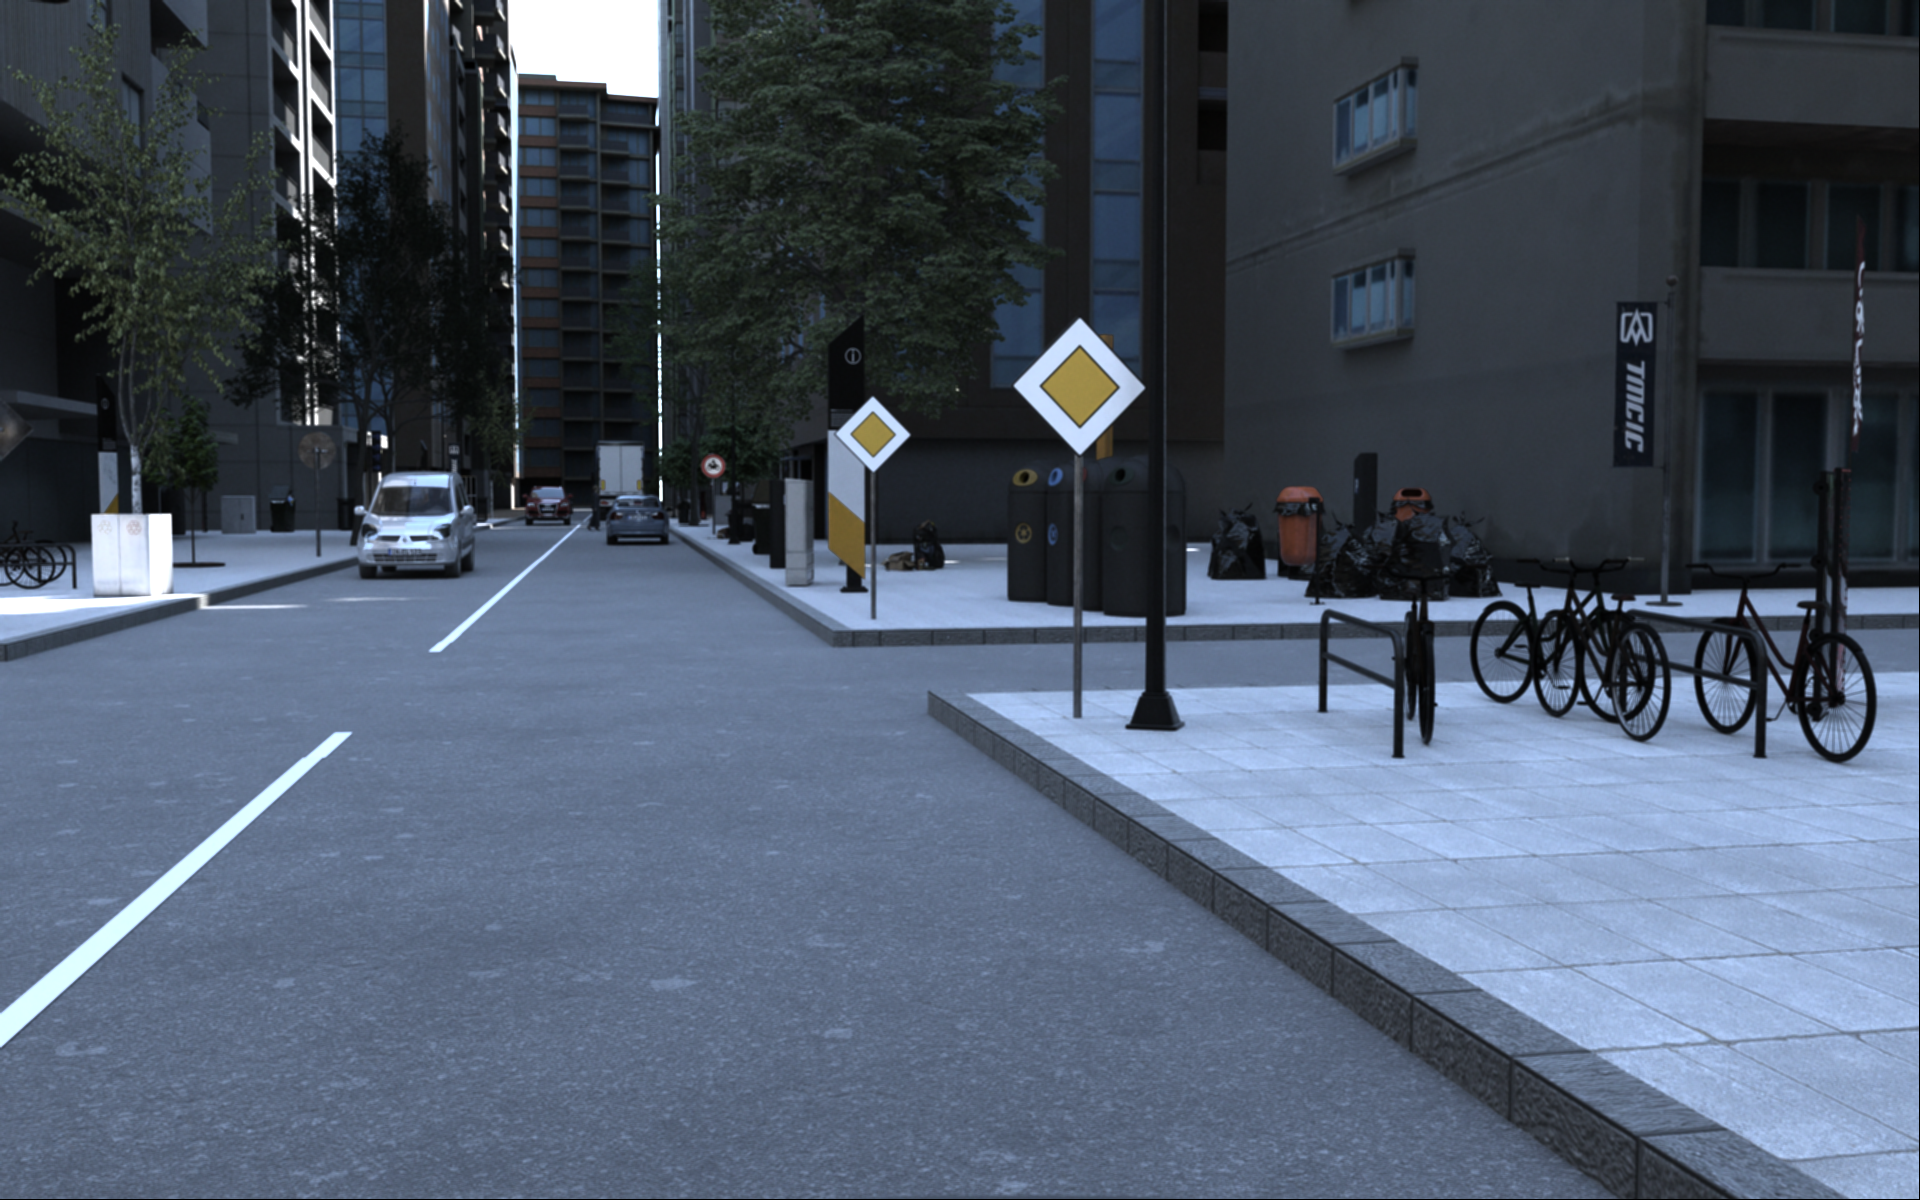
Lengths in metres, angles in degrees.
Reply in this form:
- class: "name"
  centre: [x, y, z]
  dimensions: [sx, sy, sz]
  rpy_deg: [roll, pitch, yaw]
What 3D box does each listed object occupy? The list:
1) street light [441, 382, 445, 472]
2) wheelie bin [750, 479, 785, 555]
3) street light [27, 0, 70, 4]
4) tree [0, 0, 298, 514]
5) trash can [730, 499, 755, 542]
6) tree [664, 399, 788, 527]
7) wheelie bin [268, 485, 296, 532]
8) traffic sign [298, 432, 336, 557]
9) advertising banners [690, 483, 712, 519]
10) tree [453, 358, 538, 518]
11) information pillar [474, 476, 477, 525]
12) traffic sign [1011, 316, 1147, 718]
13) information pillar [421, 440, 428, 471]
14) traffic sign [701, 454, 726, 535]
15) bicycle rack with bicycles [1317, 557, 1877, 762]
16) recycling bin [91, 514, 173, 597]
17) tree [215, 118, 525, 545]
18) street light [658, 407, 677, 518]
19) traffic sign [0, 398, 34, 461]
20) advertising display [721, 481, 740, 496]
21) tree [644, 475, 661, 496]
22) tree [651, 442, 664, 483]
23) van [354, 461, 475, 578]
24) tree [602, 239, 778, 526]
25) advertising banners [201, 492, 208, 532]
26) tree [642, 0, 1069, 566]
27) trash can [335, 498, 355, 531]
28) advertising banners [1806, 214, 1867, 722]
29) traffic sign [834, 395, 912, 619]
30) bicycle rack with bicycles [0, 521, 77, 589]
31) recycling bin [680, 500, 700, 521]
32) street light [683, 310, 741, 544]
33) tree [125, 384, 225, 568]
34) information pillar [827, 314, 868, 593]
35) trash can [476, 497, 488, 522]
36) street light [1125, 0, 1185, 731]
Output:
- class: "street light"
  centre: [-18.299, -5.543, 63.176]
  dimensions: [1.470, 5.913, 1.316]
  rpy_deg: [-1, 4, -11]
- class: "wheelie bin"
  centre: [-4.028, -1.772, 36.886]
  dimensions: [0.980, 1.594, 0.693]
  rpy_deg: [2, 4, 25]
- class: "street light"
  centre: [-8.867, -2.655, 15.952]
  dimensions: [1.470, 5.913, 1.316]
  rpy_deg: [-1, 4, -11]
- class: "tree"
  centre: [-12.675, -4.689, 27.029]
  dimensions: [4.737, 8.622, 4.395]
  rpy_deg: [0, 3, 0]
- class: "trash can"
  centre: [-5.841, -2.154, 46.877]
  dimensions: [0.748, 1.137, 0.748]
  rpy_deg: [0, 3, 0]
- class: "tree"
  centre: [-7.472, -4.621, 59.269]
  dimensions: [4.285, 4.588, 4.351]
  rpy_deg: [0, 3, 0]
- class: "wheelie bin"
  centre: [-22.804, -3.081, 58.279]
  dimensions: [0.980, 1.594, 0.693]
  rpy_deg: [1, 4, 8]
- class: "traffic sign"
  centre: [-13.131, -2.158, 35.389]
  dimensions: [0.768, 2.556, 0.104]
  rpy_deg: [0, 4, -4]
- class: "advertising banners"
  centre: [-13.265, -5.698, 89.356]
  dimensions: [2.074, 3.025, 0.090]
  rpy_deg: [3, 5, 44]
- class: "tree"
  centre: [-24.725, -8.672, 92.146]
  dimensions: [4.737, 8.622, 4.395]
  rpy_deg: [0, 3, 0]
- class: "information pillar"
  centre: [-20.121, -4.086, 71.300]
  dimensions: [0.304, 2.012, 0.304]
  rpy_deg: [2, 4, 30]
- class: "traffic sign"
  centre: [0.671, -0.381, 9.867]
  dimensions: [0.795, 2.450, 0.064]
  rpy_deg: [-1, 4, -11]
- class: "information pillar"
  centre: [-23.313, -5.140, 75.397]
  dimensions: [0.183, 3.616, 0.504]
  rpy_deg: [-3, 5, -42]
- class: "traffic sign"
  centre: [-7.800, -3.348, 54.846]
  dimensions: [0.768, 2.556, 0.104]
  rpy_deg: [0, 4, -5]
- class: "bicycle rack with bicycles"
  centre: [3.149, 0.241, 9.445]
  dimensions: [2.852, 0.926, 2.925]
  rpy_deg: [0, 4, 1]
- class: "recycling bin"
  centre: [-10.442, -0.570, 21.866]
  dimensions: [0.722, 1.027, 0.722]
  rpy_deg: [0, 4, -2]
- class: "tree"
  centre: [-14.704, -6.629, 42.795]
  dimensions: [7.601, 10.594, 8.767]
  rpy_deg: [0, 4, 5]
- class: "street light"
  centre: [-15.662, -7.267, 91.349]
  dimensions: [1.470, 5.913, 1.316]
  rpy_deg: [-1, 4, -11]
- class: "traffic sign"
  centre: [-9.028, -0.762, 16.104]
  dimensions: [0.795, 2.450, 0.064]
  rpy_deg: [-1, 4, -11]
- class: "advertising display"
  centre: [-11.149, -4.825, 84.110]
  dimensions: [0.974, 1.923, 0.123]
  rpy_deg: [-2, 4, -31]
- class: "tree"
  centre: [-28.370, -10.199, 161.350]
  dimensions: [1.663, 3.219, 1.824]
  rpy_deg: [0, 3, 0]
- class: "tree"
  centre: [-13.324, -6.284, 86.460]
  dimensions: [4.285, 4.588, 4.351]
  rpy_deg: [0, 3, 0]
- class: "van"
  centre: [-9.635, -1.456, 30.818]
  dimensions: [2.013, 2.044, 4.112]
  rpy_deg: [-1, 4, -11]
- class: "tree"
  centre: [-10.475, -8.757, 68.927]
  dimensions: [9.928, 11.665, 9.643]
  rpy_deg: [0, 3, 0]
- class: "advertising banners"
  centre: [-25.641, -3.820, 58.639]
  dimensions: [0.090, 3.025, 2.074]
  rpy_deg: [-2, 4, -28]
- class: "tree"
  centre: [-1.551, -6.888, 30.754]
  dimensions: [7.486, 12.596, 7.792]
  rpy_deg: [0, 3, 0]
- class: "trash can"
  centre: [-21.563, -3.013, 60.918]
  dimensions: [0.748, 1.137, 0.748]
  rpy_deg: [0, 3, 0]
- class: "advertising banners"
  centre: [5.333, -0.874, 10.471]
  dimensions: [0.090, 3.025, 2.074]
  rpy_deg: [2, 4, 32]
- class: "traffic sign"
  centre: [-0.890, -0.860, 17.698]
  dimensions: [0.795, 2.450, 0.064]
  rpy_deg: [-1, 4, -11]
- class: "bicycle rack with bicycles"
  centre: [-13.463, -0.621, 23.543]
  dimensions: [2.925, 0.926, 2.852]
  rpy_deg: [-3, 5, -40]
- class: "recycling bin"
  centre: [-12.364, -4.084, 79.329]
  dimensions: [0.722, 1.027, 0.722]
  rpy_deg: [1, 4, 9]
- class: "street light"
  centre: [-6.309, -4.372, 44.021]
  dimensions: [1.470, 5.913, 1.316]
  rpy_deg: [-1, 4, -11]
- class: "tree"
  centre: [-13.605, -2.212, 30.770]
  dimensions: [1.663, 3.219, 1.824]
  rpy_deg: [0, 3, 0]
- class: "information pillar"
  centre: [-1.464, -1.906, 22.520]
  dimensions: [0.504, 3.616, 0.183]
  rpy_deg: [-1, 4, -12]
- class: "trash can"
  centre: [-21.923, -4.128, 79.148]
  dimensions: [0.748, 1.137, 0.748]
  rpy_deg: [0, 3, 0]
- class: "street light"
  centre: [0.543, -2.246, 9.260]
  dimensions: [1.470, 5.913, 1.316]
  rpy_deg: [-1, 4, -11]
